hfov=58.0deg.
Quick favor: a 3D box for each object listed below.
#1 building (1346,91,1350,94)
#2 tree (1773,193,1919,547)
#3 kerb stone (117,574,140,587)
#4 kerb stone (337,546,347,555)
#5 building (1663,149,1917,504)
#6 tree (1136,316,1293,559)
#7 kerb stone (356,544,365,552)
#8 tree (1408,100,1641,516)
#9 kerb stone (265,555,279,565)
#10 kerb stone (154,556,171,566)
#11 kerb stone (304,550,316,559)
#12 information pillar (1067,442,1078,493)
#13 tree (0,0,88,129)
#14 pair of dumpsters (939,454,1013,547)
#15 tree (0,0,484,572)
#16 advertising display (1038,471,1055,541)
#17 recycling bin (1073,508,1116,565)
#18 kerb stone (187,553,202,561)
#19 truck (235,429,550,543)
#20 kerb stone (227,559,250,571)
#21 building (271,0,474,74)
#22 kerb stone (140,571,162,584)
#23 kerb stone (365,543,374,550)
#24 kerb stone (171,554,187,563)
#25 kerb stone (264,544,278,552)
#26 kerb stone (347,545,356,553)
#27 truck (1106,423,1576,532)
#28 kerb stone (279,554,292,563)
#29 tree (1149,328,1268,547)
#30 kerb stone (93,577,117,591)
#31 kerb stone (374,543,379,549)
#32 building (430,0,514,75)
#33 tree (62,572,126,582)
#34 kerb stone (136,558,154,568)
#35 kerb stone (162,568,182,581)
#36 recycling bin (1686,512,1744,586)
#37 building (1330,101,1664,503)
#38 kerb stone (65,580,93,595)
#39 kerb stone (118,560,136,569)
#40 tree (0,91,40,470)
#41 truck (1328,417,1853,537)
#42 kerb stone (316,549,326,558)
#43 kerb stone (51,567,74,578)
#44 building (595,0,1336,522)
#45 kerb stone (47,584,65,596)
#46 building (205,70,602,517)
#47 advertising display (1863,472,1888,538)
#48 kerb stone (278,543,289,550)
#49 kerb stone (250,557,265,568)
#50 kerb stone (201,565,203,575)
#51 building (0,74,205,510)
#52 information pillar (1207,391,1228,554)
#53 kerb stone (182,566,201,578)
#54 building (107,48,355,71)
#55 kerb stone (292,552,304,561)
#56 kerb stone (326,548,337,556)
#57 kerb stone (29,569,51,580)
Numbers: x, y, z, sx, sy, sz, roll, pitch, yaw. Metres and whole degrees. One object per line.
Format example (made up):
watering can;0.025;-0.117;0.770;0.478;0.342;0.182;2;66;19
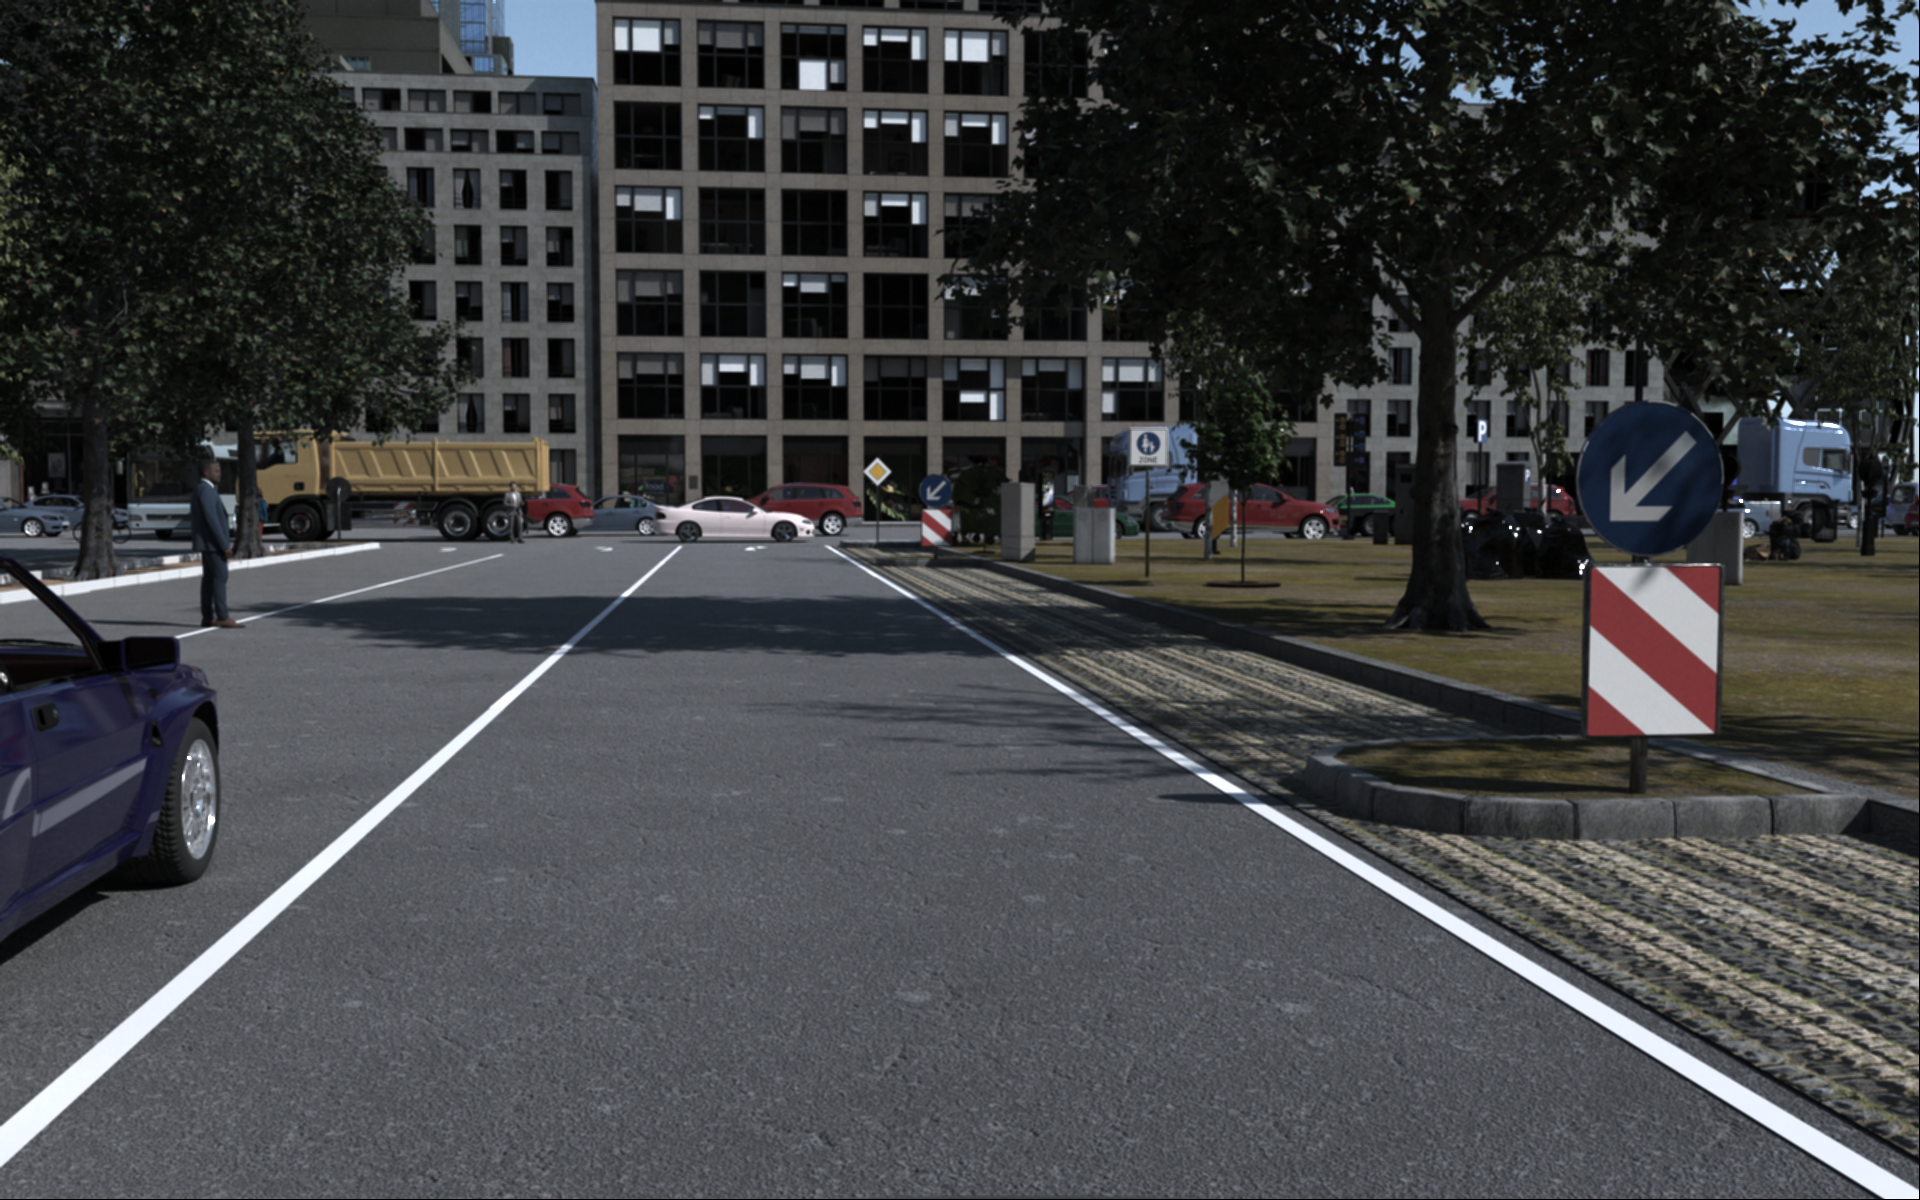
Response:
building;35.902;-35.085;197.337;21.600;48.544;21.300;0;4;-7
tree;21.626;-5.577;41.540;4.737;8.622;4.395;0;3;0
kerb stone;-13.040;-0.291;26.964;0.120;0.150;1.000;0;4;-7
kerb stone;-14.843;-1.167;41.275;0.120;0.150;1.000;0;4;-7
building;41.657;-13.840;93.731;16.811;18.784;16.820;0;4;-7
tree;4.986;-5.103;33.791;4.737;8.622;4.395;0;3;0
kerb stone;-15.117;-1.292;43.318;0.120;0.150;1.000;0;4;-7
tree;10.205;-4.919;30.785;4.737;8.622;4.395;0;3;0
kerb stone;-14.072;-0.792;35.146;0.120;0.150;1.000;0;4;-7
kerb stone;-16.147;-0.774;34.849;0.120;0.150;1.000;0;4;-7
kerb stone;-14.462;-0.980;38.220;0.120;0.150;1.000;0;4;-7
information pillar;5.032;-5.278;77.654;0.504;3.616;0.183;1;4;19
tree;-12.286;-6.090;12.397;12.009;13.543;11.850;0;3;0
pair of dumpsters;0.294;-2.525;43.784;1.574;2.255;4.437;0;4;-7
tree;-15.710;-7.248;37.969;9.611;12.733;9.660;0;3;0
advertising display;2.392;-2.614;47.952;0.123;1.923;0.974;2;4;23
recycling bin;2.472;-1.180;31.840;0.722;1.027;0.722;1;4;10
kerb stone;-16.415;-0.899;36.899;0.120;0.150;1.000;0;4;-7
truck;-17.535;-3.459;52.482;9.791;3.379;3.469;-1;4;-9
kerb stone;-13.818;-0.666;33.100;0.120;0.150;1.000;0;4;-7
building;-59.701;-33.373;169.344;21.300;48.544;21.600;0;4;-7
kerb stone;-13.165;-0.354;27.987;0.120;0.150;1.000;0;4;-7
kerb stone;-15.245;-1.354;44.339;0.120;0.150;1.000;0;4;-7
kerb stone;-16.287;-0.836;35.872;0.120;0.150;1.000;0;4;-7
kerb stone;-17.200;-1.266;43.025;0.120;0.150;1.000;0;4;-7
kerb stone;-14.976;-1.229;42.296;0.120;0.150;1.000;0;4;-7
truck;14.325;-4.695;66.522;18.799;4.110;2.967;-1;4;-8
kerb stone;-14.205;-0.850;36.168;0.120;0.150;1.000;0;4;-7
tree;6.625;-5.607;42.029;4.360;8.622;3.978;0;3;0
kerb stone;-12.911;-0.225;25.937;0.120;0.150;1.000;0;4;-7
kerb stone;-15.372;-1.417;45.358;0.120;0.150;1.000;0;4;-7
building;-75.218;-56.812;241.542;31.000;86.520;22.319;0;4;-7
tree;-14.267;-6.662;28.381;9.611;12.733;9.660;0;3;0
kerb stone;-16.015;-0.711;33.826;0.120;0.150;1.000;0;4;-7
kerb stone;-13.296;-0.417;29.011;0.120;0.150;1.000;0;4;-7
recycling bin;10.749;-0.740;24.655;0.722;1.027;0.722;2;4;25
building;25.344;-14.289;88.375;16.860;20.320;10.420;0;4;-7
kerb stone;-12.767;-0.167;24.920;0.120;0.150;1.000;0;4;-7
kerb stone;-15.899;-0.649;32.804;0.120;0.150;1.000;0;4;-7
tree;-13.114;-4.168;20.967;4.737;8.622;4.395;0;3;0
truck;21.907;-4.255;59.332;18.799;4.110;2.967;0;4;-8
kerb stone;-14.599;-1.039;39.237;0.120;0.150;1.000;0;4;-7
kerb stone;-15.501;-0.462;29.747;0.120;0.150;1.000;0;4;-7
building;-0.467;-17.399;88.988;34.151;26.468;19.350;0;4;-7
kerb stone;-12.644;-0.103;23.886;0.120;0.150;1.000;0;4;-7
building;-25.543;-13.901;82.034;16.860;20.320;10.420;0;4;-7
advertising display;26.834;-2.794;50.899;0.123;1.923;0.974;-1;4;-11
kerb stone;-17.322;-1.335;44.058;0.120;0.150;1.000;0;4;-7
kerb stone;-13.940;-0.730;34.125;0.120;0.150;1.000;0;4;-7
kerb stone;-13.557;-0.542;31.056;0.120;0.150;1.000;0;4;-7
building;-54.050;-13.939;78.819;40.483;20.767;10.553;0;4;-7
information pillar;5.478;-2.789;36.958;0.504;3.616;0.183;1;4;11
kerb stone;-13.417;-0.479;30.030;0.120;0.150;1.000;0;4;-7
building;-62.200;-27.796;146.347;32.217;40.220;23.993;0;4;-7
kerb stone;-14.336;-0.917;37.190;0.120;0.150;1.000;0;4;-7
kerb stone;-14.728;-1.105;40.255;0.120;0.150;1.000;0;4;-7
kerb stone;-15.376;-0.398;28.728;0.120;0.150;1.000;0;4;-7
